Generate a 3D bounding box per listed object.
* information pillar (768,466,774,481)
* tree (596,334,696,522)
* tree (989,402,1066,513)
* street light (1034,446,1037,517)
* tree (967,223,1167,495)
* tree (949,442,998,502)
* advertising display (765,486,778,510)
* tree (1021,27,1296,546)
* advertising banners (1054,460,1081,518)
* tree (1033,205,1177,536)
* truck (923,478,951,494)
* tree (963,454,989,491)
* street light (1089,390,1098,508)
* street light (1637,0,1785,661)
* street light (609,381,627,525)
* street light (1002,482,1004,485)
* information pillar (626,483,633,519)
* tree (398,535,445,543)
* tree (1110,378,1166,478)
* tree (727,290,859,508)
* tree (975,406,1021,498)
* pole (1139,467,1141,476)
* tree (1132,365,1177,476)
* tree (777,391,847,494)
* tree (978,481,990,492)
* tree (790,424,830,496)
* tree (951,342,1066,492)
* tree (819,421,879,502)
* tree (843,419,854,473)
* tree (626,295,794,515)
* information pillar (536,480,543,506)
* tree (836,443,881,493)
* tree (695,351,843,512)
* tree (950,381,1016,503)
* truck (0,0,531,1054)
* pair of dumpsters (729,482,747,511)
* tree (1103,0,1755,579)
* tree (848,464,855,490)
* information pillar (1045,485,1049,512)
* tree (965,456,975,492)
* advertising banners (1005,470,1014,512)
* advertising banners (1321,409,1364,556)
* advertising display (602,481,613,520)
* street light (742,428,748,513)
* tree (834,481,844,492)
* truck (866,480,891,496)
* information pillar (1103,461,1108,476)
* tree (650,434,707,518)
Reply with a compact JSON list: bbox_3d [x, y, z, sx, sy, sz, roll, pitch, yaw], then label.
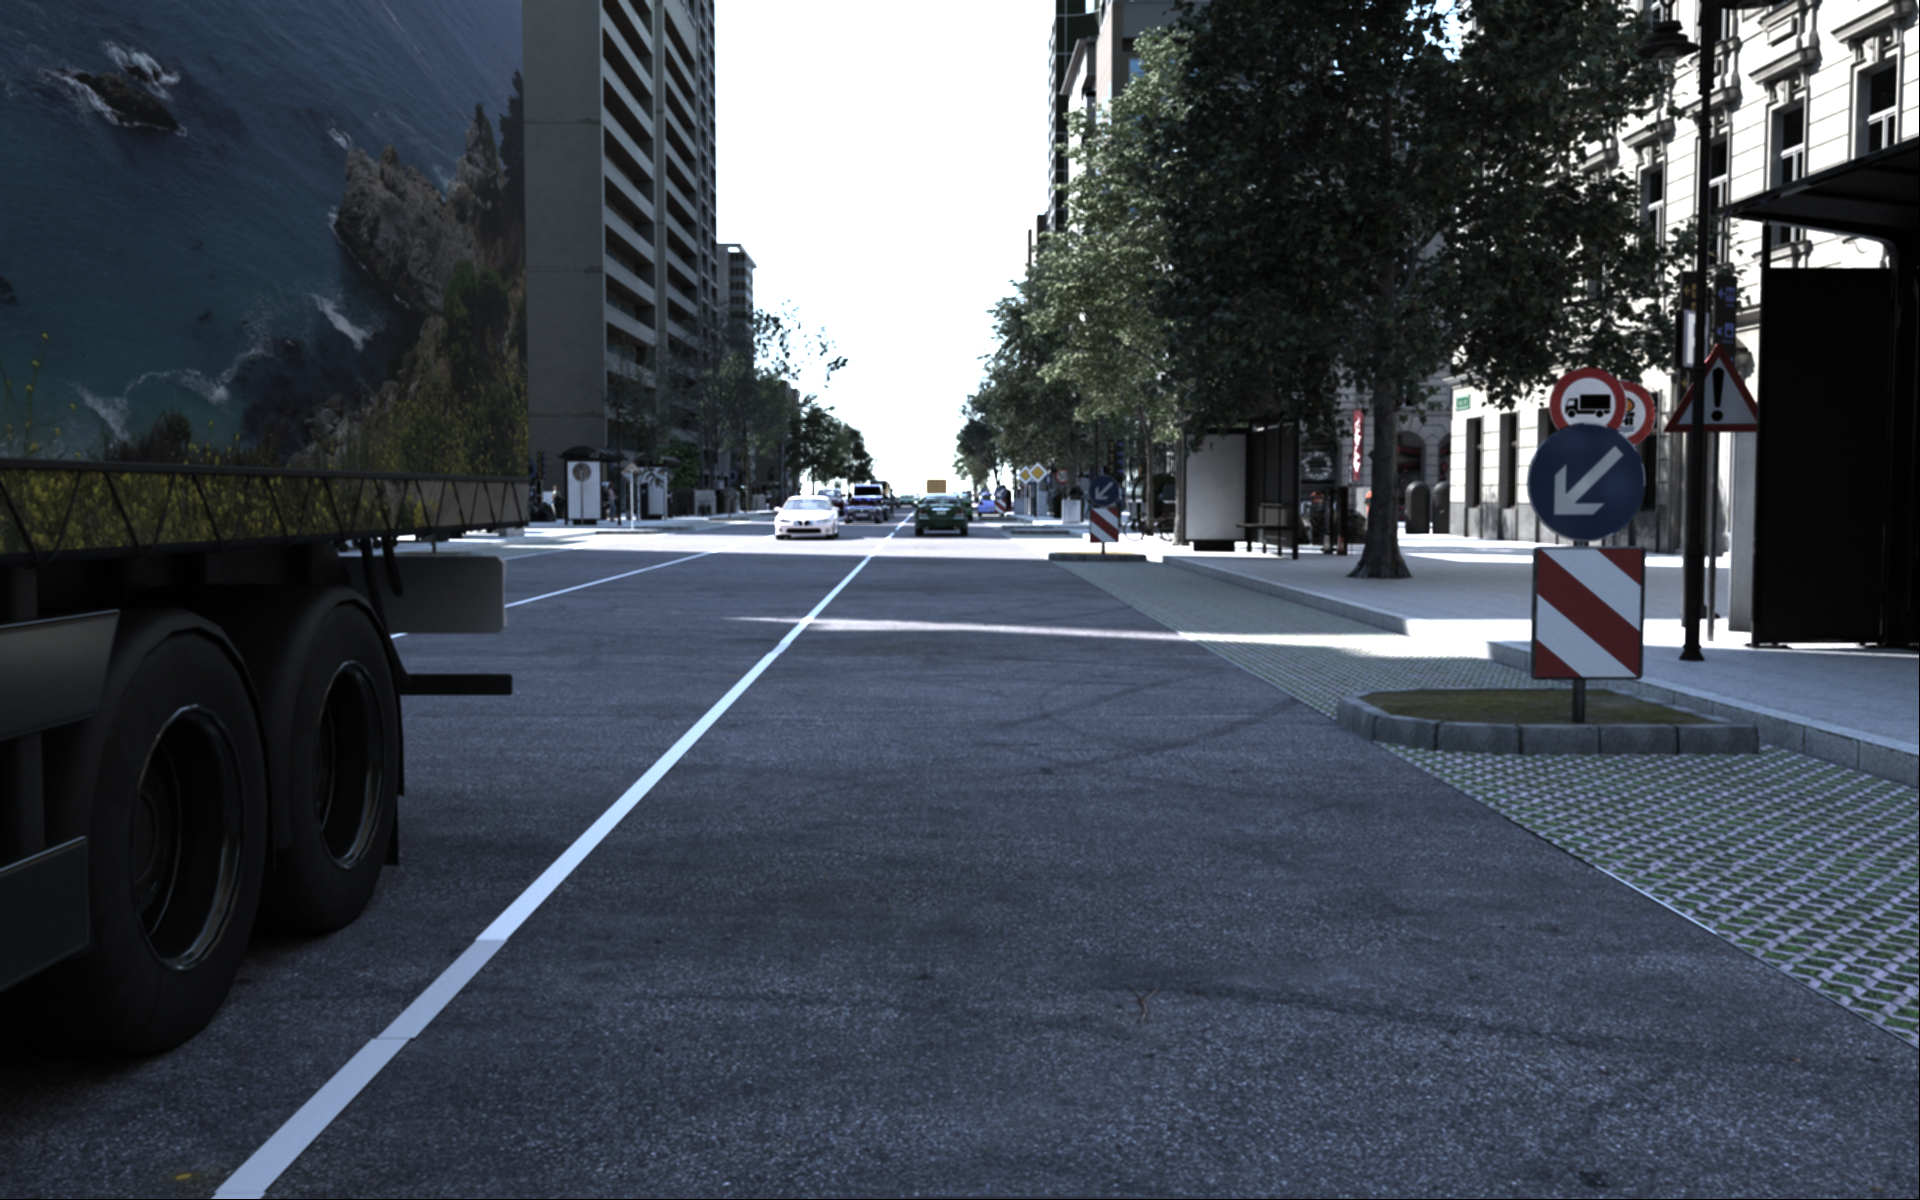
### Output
[{"bbox_3d":[-15.585,-9.272,142.945,0.504,3.616,0.183,2,4,24],"label":"information pillar"},{"bbox_3d":[-14.740,-7.957,80.459,4.360,8.622,3.978,0,3,0],"label":"tree"},{"bbox_3d":[4.840,-10.117,115.775,4.360,8.622,3.978,0,3,0],"label":"tree"},{"bbox_3d":[4.231,-7.585,96.799,0.468,5.910,1.993,0,4,-1],"label":"street light"},{"bbox_3d":[5.020,-10.541,78.997,9.857,13.997,8.962,0,3,0],"label":"tree"},{"bbox_3d":[2.161,-21.343,267.086,7.486,12.596,7.792,0,3,0],"label":"tree"},{"bbox_3d":[-14.858,-8.026,136.444,0.974,1.923,0.123,-1,4,-21],"label":"advertising display"},{"bbox_3d":[5.396,-7.631,42.899,7.486,12.596,7.792,0,3,0],"label":"tree"},{"bbox_3d":[5.649,-5.779,90.667,0.090,3.025,2.074,-3,4,-38],"label":"advertising banners"},{"bbox_3d":[6.023,-7.237,52.742,8.767,10.594,7.601,3,4,38],"label":"tree"},{"bbox_3d":[-2.889,-13.358,214.322,3.469,3.379,9.791,0,4,0],"label":"truck"},{"bbox_3d":[2.660,-16.079,213.252,4.360,8.622,3.978,0,3,0],"label":"tree"},{"bbox_3d":[4.890,-5.455,61.980,0.468,5.910,1.993,0,4,-1],"label":"street light"},{"bbox_3d":[5.657,-2.472,13.211,0.468,5.910,1.993,0,4,-1],"label":"street light"},{"bbox_3d":[-13.971,-6.000,70.881,0.468,5.910,1.993,0,4,-1],"label":"street light"},{"bbox_3d":[3.592,-10.519,144.781,0.468,5.910,1.993,0,4,-1],"label":"street light"},{"bbox_3d":[-16.690,-5.074,87.453,0.304,2.012,0.304,0,4,4],"label":"information pillar"},{"bbox_3d":[-14.593,-3.830,46.329,4.285,4.588,4.351,0,3,0],"label":"tree"},{"bbox_3d":[10.596,-9.337,103.029,4.737,8.622,4.395,0,3,0],"label":"tree"},{"bbox_3d":[-15.371,-18.524,158.748,12.611,20.169,13.585,0,3,0],"label":"tree"},{"bbox_3d":[3.966,-10.858,127.894,4.737,8.622,4.395,0,3,0],"label":"tree"},{"bbox_3d":[12.708,-7.857,122.297,0.158,3.312,0.155,0,3,0],"label":"pole"},{"bbox_3d":[11.014,-8.780,93.917,4.360,8.622,3.978,0,3,0],"label":"tree"},{"bbox_3d":[-16.206,-16.615,189.786,7.486,12.596,7.792,0,3,0],"label":"tree"},{"bbox_3d":[3.230,-13.664,218.001,1.663,3.219,1.824,0,3,0],"label":"tree"},{"bbox_3d":[-15.886,-14.048,180.046,4.360,8.622,3.978,0,3,0],"label":"tree"},{"bbox_3d":[4.311,-13.862,137.014,12.009,13.543,11.850,0,3,0],"label":"tree"},{"bbox_3d":[-17.061,-21.404,266.967,9.611,12.733,9.660,0,3,0],"label":"tree"},{"bbox_3d":[-16.421,-17.420,210.577,9.928,11.665,9.643,0,3,0],"label":"tree"},{"bbox_3d":[-15.331,-12.017,106.855,12.009,13.543,11.850,0,3,0],"label":"tree"},{"bbox_3d":[-21.965,-5.258,90.466,0.304,2.012,0.304,0,4,-1],"label":"information pillar"},{"bbox_3d":[-17.757,-21.857,291.766,7.601,10.594,8.767,3,5,42],"label":"tree"},{"bbox_3d":[-15.689,-12.306,126.962,9.928,11.665,9.643,0,3,0],"label":"tree"},{"bbox_3d":[3.465,-14.184,157.656,9.928,11.665,9.643,0,3,0],"label":"tree"},{"bbox_3d":[-3.133,-0.822,2.350,2.839,4.237,11.283,0,4,0],"label":"truck"},{"bbox_3d":[-17.368,-8.125,135.336,1.574,2.255,4.437,0,4,-1],"label":"pair of dumpsters"},{"bbox_3d":[6.587,-6.694,26.463,9.611,12.733,9.660,0,3,0],"label":"tree"},{"bbox_3d":[-18.750,-21.511,302.059,4.737,8.622,4.395,0,3,0],"label":"tree"},{"bbox_3d":[6.190,-7.273,123.410,0.304,2.012,0.304,0,4,-3],"label":"information pillar"},{"bbox_3d":[2.565,-17.524,236.874,4.737,8.622,4.395,0,3,0],"label":"tree"},{"bbox_3d":[3.525,-7.827,124.159,0.090,3.025,2.074,1,4,20],"label":"advertising banners"},{"bbox_3d":[8.030,-2.457,36.362,0.090,3.025,2.074,-1,4,-10],"label":"advertising banners"},{"bbox_3d":[-17.666,-4.921,85.676,0.974,1.923,0.123,-1,4,-11],"label":"advertising display"},{"bbox_3d":[-14.741,-8.934,118.861,0.468,5.910,1.993,0,4,-1],"label":"street light"},{"bbox_3d":[-17.980,-16.113,258.040,1.663,3.219,1.824,0,3,0],"label":"tree"},{"bbox_3d":[-11.266,-15.038,241.798,3.469,3.379,9.791,0,4,0],"label":"truck"},{"bbox_3d":[7.434,-5.938,88.443,0.183,3.616,0.504,-1,4,-23],"label":"information pillar"},{"bbox_3d":[-15.491,-6.797,94.845,4.285,4.588,4.351,0,3,0],"label":"tree"}]
